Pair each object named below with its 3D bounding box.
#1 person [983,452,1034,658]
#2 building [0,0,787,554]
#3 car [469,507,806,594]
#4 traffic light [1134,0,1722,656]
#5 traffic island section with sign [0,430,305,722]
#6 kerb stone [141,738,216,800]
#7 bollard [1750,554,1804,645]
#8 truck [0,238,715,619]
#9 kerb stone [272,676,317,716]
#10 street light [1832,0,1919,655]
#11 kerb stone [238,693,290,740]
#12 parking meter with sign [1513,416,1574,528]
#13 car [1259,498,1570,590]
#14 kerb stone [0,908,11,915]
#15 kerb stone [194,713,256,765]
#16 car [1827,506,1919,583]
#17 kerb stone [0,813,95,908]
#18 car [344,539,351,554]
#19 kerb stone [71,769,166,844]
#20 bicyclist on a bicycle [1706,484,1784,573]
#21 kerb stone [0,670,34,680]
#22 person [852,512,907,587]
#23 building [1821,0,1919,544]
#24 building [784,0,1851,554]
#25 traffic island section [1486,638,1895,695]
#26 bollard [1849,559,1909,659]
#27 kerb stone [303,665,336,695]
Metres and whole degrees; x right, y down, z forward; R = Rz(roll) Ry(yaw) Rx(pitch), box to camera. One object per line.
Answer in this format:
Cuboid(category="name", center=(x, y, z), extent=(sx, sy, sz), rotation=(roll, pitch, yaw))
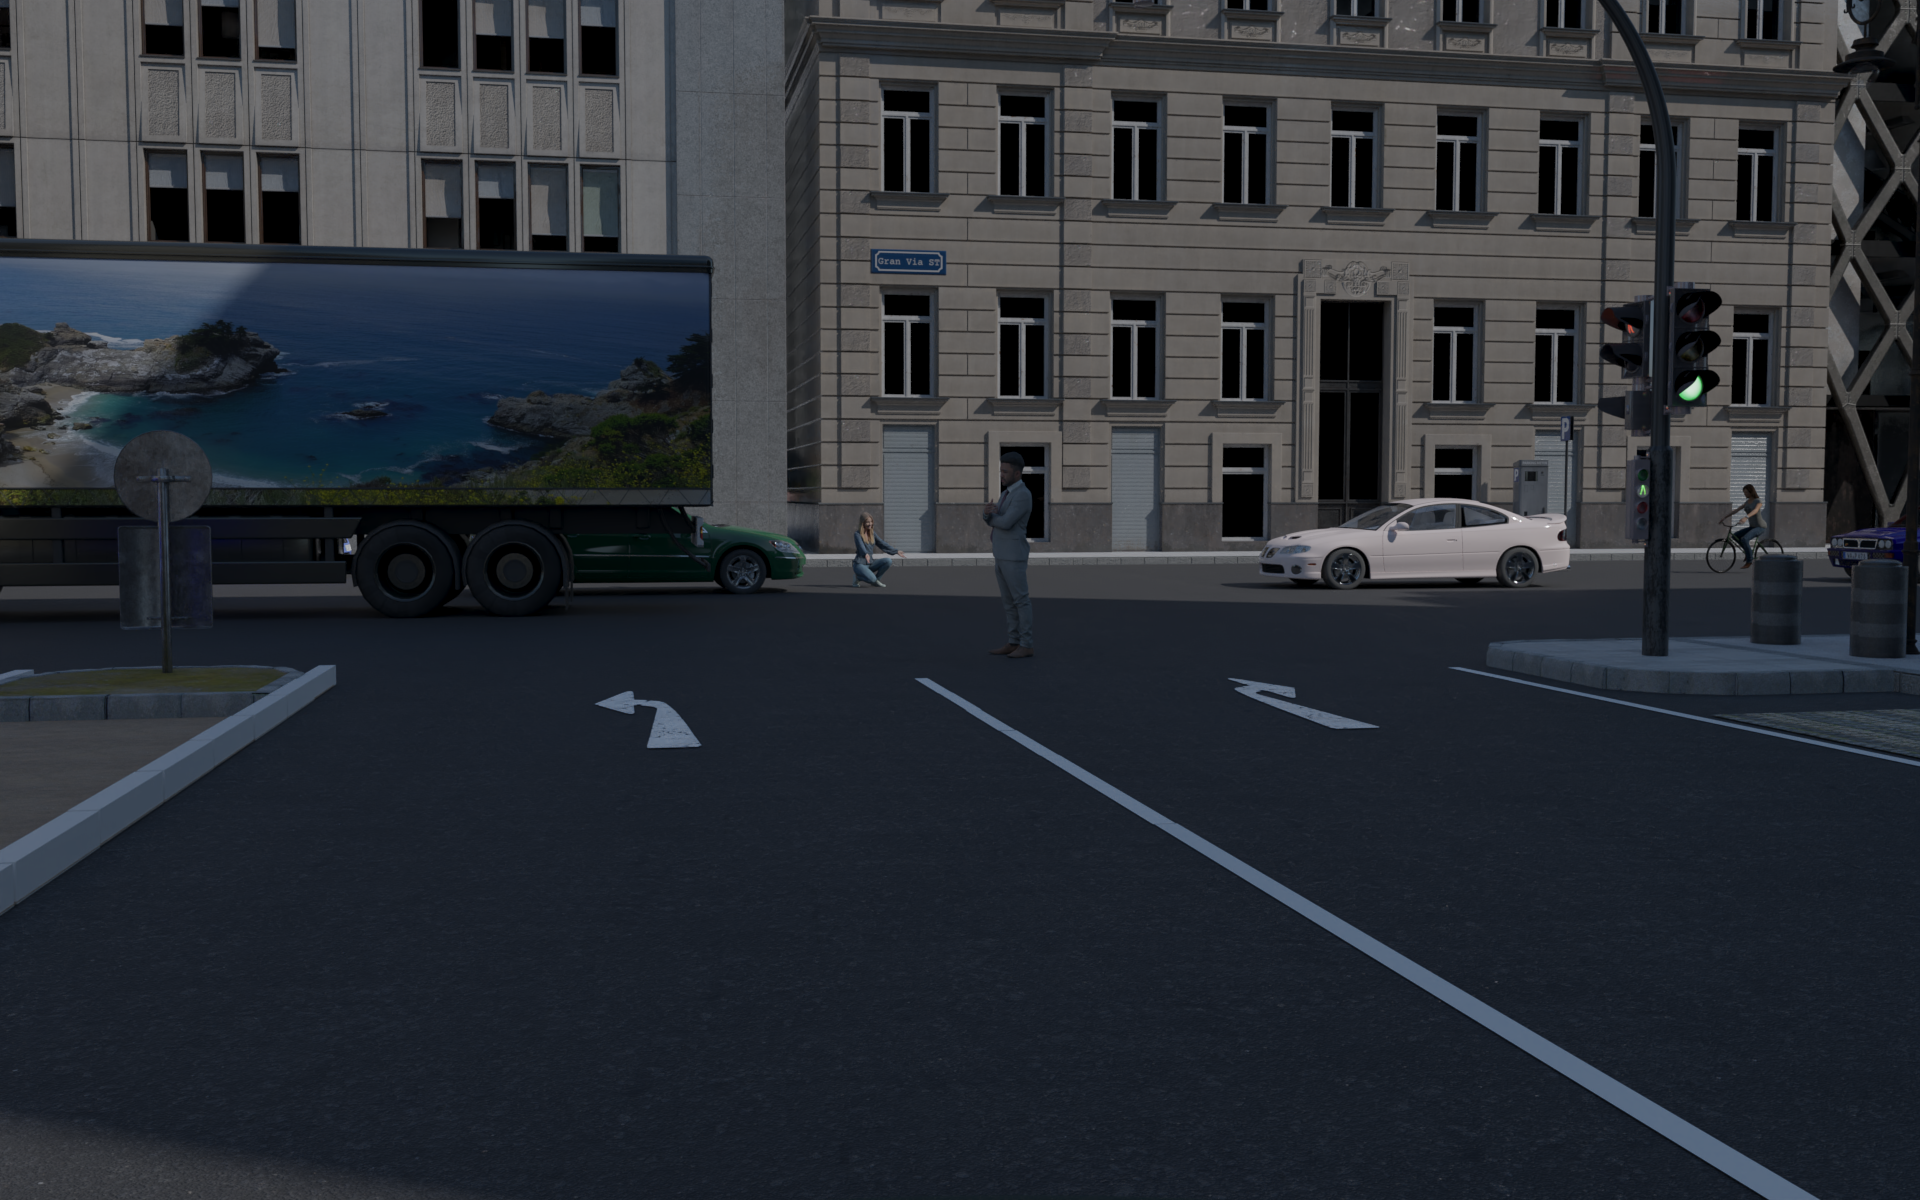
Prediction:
Cuboid(category="person", center=(0.403, -0.405, 15.301), extent=(0.466, 1.800, 0.511), rotation=(-2, 4, -32))
Cuboid(category="building", center=(-14.492, -13.519, 39.061), extent=(19.932, 24.808, 12.078), rotation=(-1, 4, -11))
Cuboid(category="car", center=(-4.701, -0.823, 25.261), extent=(4.920, 1.459, 2.131), rotation=(-1, 4, -13))
Cuboid(category="traffic light", center=(3.465, -2.353, 13.134), extent=(4.771, 5.953, 1.251), rotation=(-1, 4, -11))
Cuboid(category="traffic island section with sign", center=(-5.591, -0.226, 11.834), extent=(2.006, 1.907, 1.989), rotation=(-1, 4, -11))
Cuboid(category="kerb stone", center=(-3.855, 0.836, 8.535), extent=(0.120, 0.150, 1.000), rotation=(-1, 4, -11))
Cuboid(category="bollard", center=(7.018, -0.010, 14.882), extent=(0.404, 0.777, 0.398), rotation=(0, 3, 0))
Cuboid(category="truck", center=(-8.633, -1.935, 20.543), extent=(11.283, 4.237, 2.839), rotation=(-1, 4, -11))
Cuboid(category="kerb stone", center=(-4.455, 0.651, 11.552), extent=(0.120, 0.150, 1.000), rotation=(-1, 4, -11))
Cuboid(category="street light", center=(7.610, -2.504, 13.732), extent=(0.468, 5.910, 1.993), rotation=(-1, 4, -11))
Cuboid(category="kerb stone", center=(-4.254, 0.712, 10.547), extent=(0.120, 0.150, 1.000), rotation=(-1, 4, -11))
Cuboid(category="parking meter with sign", center=(12.790, -2.606, 38.873), extent=(1.738, 3.016, 0.543), rotation=(0, 4, -3))
Cuboid(category="car", center=(7.057, -0.896, 27.008), extent=(4.827, 1.381, 2.083), rotation=(-1, 4, -10))
Cuboid(category="kerb stone", center=(-3.249, 1.020, 5.514), extent=(0.120, 0.150, 1.000), rotation=(-1, 4, -11))
Cuboid(category="kerb stone", center=(-4.058, 0.774, 9.539), extent=(0.120, 0.150, 1.000), rotation=(-1, 4, -11))
Cuboid(category="car", center=(16.492, -0.982, 28.643), extent=(3.894, 1.354, 1.945), rotation=(-1, 4, -12))
Cuboid(category="kerb stone", center=(-3.449, 0.959, 6.519), extent=(0.120, 0.150, 1.000), rotation=(-1, 4, -11))
Cuboid(category="car", center=(-12.351, -1.223, 29.594), extent=(3.694, 1.707, 1.945), rotation=(-1, 4, -10))
Cuboid(category="kerb stone", center=(-3.654, 0.897, 7.523), extent=(0.120, 0.150, 1.000), rotation=(-1, 4, -11))
Cuboid(category="bicyclist on a bicycle", center=(14.236, -1.306, 31.368), extent=(1.625, 1.676, 1.499), rotation=(-1, 4, -12))
Cuboid(category="kerb stone", center=(-6.725, 0.614, 12.150), extent=(0.120, 0.150, 1.000), rotation=(-1, 4, -11))
Cuboid(category="person", center=(-1.280, -0.778, 26.713), extent=(1.012, 1.151, 0.738), rotation=(-3, 5, -43))
Cuboid(category="building", center=(27.977, -11.188, 50.370), extent=(16.811, 18.784, 16.820), rotation=(-1, 4, -11))
Cuboid(category="building", center=(7.790, -15.085, 43.901), extent=(25.104, 27.353, 12.463), rotation=(-1, 4, -11))
Cuboid(category="traffic island section", center=(5.540, 0.518, 13.804), extent=(2.009, 0.180, 2.903), rotation=(-1, 4, -11))
Cuboid(category="bollard", center=(7.258, 0.063, 13.679), extent=(0.404, 0.777, 0.398), rotation=(0, 3, 0))
Cuboid(category="kerb stone", center=(-4.666, 0.596, 12.557), extent=(0.120, 0.150, 1.000), rotation=(-1, 4, -11))
